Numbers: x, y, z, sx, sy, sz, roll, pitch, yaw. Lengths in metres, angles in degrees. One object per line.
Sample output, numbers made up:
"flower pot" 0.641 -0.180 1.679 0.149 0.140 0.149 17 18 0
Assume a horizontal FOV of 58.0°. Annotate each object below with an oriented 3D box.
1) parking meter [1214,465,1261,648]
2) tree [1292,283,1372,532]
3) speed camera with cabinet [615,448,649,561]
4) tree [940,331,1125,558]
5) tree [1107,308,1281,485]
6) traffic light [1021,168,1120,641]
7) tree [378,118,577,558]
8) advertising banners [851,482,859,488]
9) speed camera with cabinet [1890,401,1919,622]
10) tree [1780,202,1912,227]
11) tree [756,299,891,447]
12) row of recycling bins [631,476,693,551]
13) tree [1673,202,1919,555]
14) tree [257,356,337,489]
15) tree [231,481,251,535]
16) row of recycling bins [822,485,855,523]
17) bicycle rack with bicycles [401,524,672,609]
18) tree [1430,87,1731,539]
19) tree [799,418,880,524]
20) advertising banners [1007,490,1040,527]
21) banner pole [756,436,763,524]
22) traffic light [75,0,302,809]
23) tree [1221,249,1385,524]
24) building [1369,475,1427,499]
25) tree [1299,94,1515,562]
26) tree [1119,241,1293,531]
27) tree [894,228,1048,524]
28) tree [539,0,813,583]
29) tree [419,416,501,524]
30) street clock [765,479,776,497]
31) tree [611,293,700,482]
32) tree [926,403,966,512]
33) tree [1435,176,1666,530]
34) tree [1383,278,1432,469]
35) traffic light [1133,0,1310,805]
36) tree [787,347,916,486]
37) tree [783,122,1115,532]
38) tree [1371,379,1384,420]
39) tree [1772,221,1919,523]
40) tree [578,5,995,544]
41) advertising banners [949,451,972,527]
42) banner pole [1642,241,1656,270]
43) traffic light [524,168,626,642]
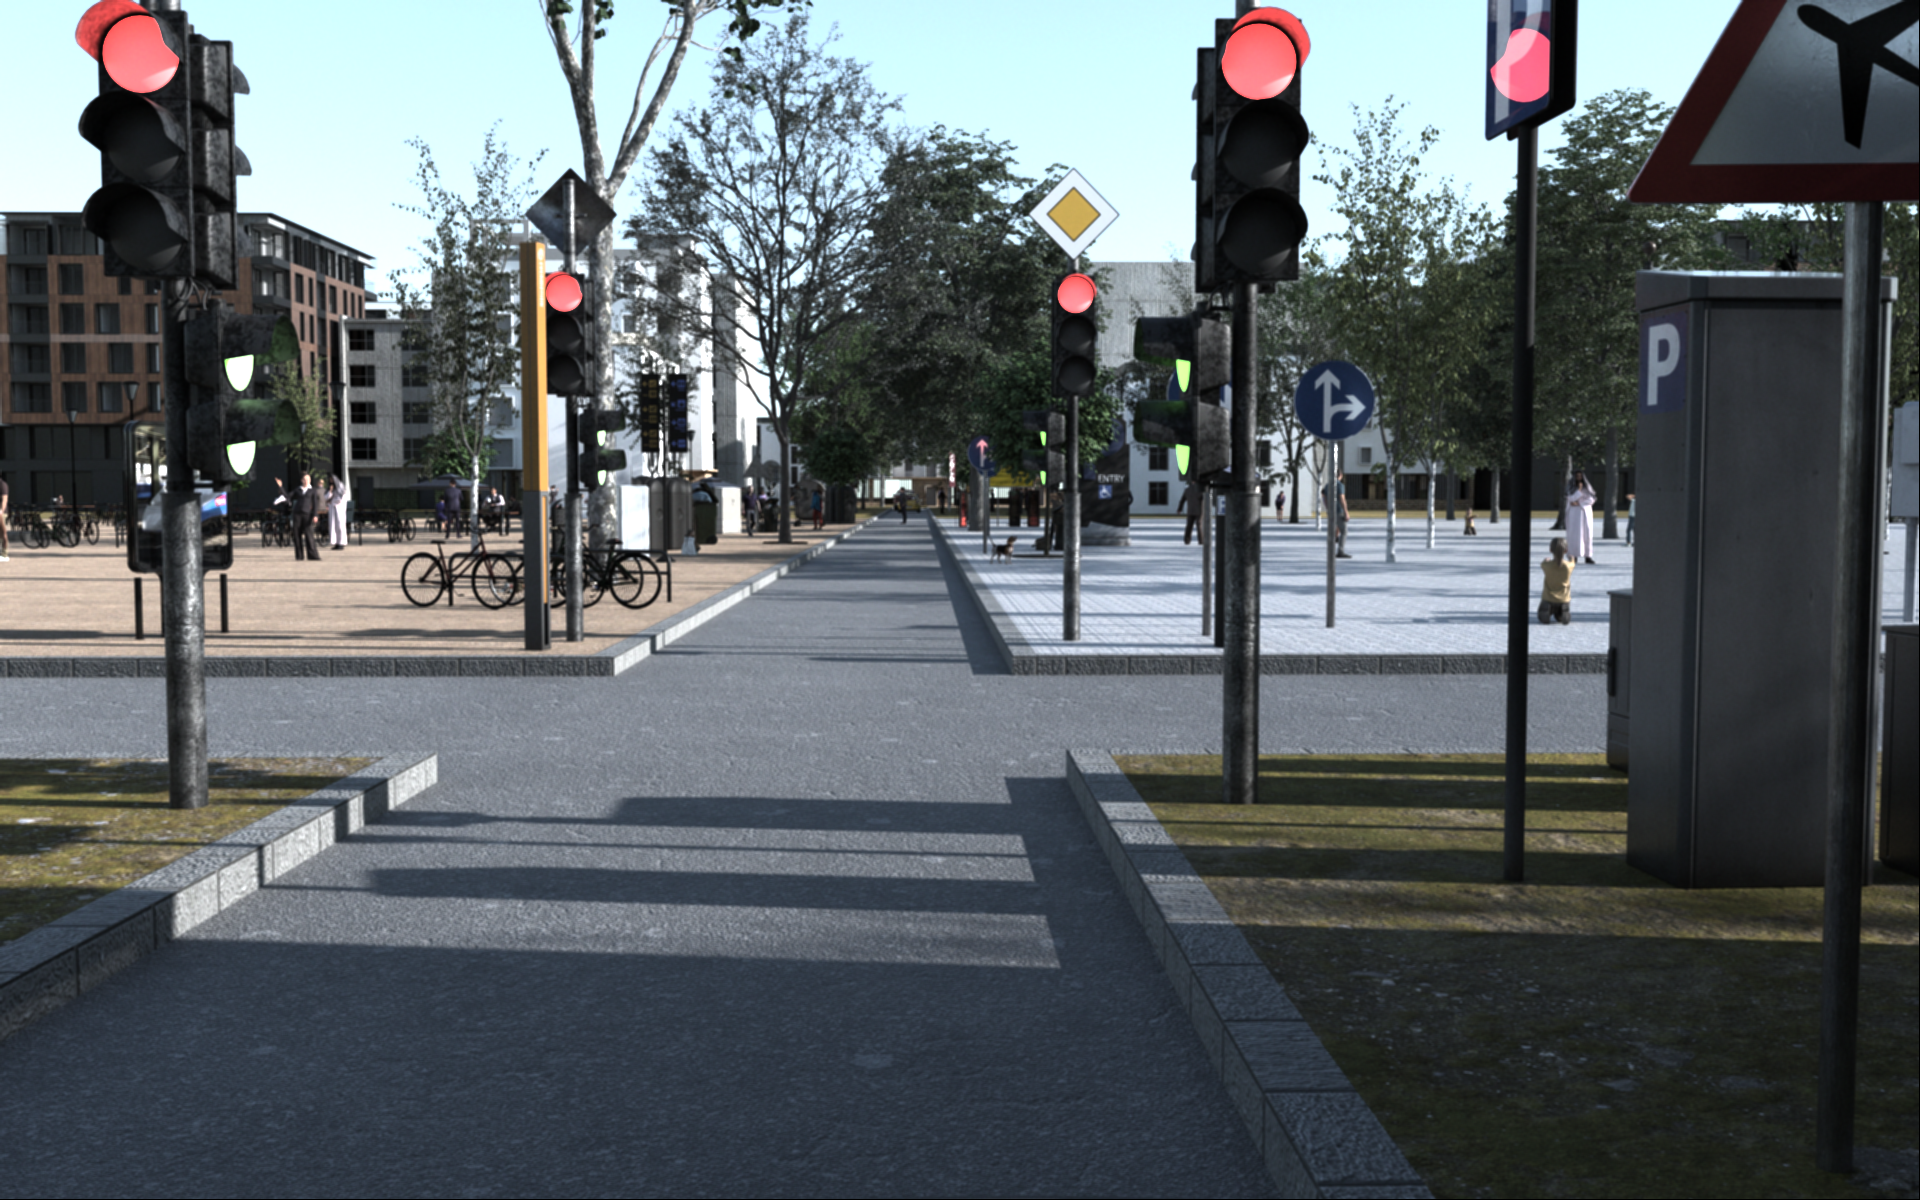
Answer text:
"parking meter" 2.329 -0.374 14.533 0.372 1.533 0.369 0 3 0
"tree" 12.256 -6.661 59.276 4.360 8.622 3.978 0 3 0
"speed camera with cabinet" -6.619 -2.424 33.971 0.660 3.252 2.038 -2 4 -24
"tree" 1.689 -3.145 35.135 4.285 4.588 4.351 0 3 0
"tree" 11.668 -9.280 86.144 8.767 10.594 7.601 0 4 -3
"traffic light" 0.962 -1.601 15.095 0.839 4.253 0.868 0 4 -1
"tree" -9.729 -5.159 34.716 4.360 8.622 3.978 0 3 0
"advertising banners" -5.712 -5.294 82.751 2.074 3.025 0.090 1 4 11
"speed camera with cabinet" 9.969 -1.359 16.562 0.660 3.252 2.038 -1 4 -19
"tree" 12.906 -4.388 22.106 4.737 8.622 4.395 0 3 0
"tree" -6.731 -10.074 90.466 9.928 11.665 9.643 0 3 0
"row of recycling bins" -7.010 -1.978 39.459 1.069 1.692 3.534 1 4 15
"tree" 19.289 -6.791 36.793 9.928 11.665 9.643 0 3 0
"tree" -33.003 -8.347 86.841 4.737 8.622 4.395 0 3 0
"tree" -23.042 -3.651 54.289 1.663 3.219 1.824 0 3 0
"row of recycling bins" -5.603 -4.400 79.056 1.069 1.692 3.534 -1 4 -18
"bicycle rack with bicycles" -4.565 -0.404 19.986 2.925 0.926 2.852 2 4 29
"tree" 18.259 -8.020 49.256 7.486 12.596 7.792 0 3 0
"tree" -5.129 -5.542 74.319 4.285 4.588 4.351 0 3 0
"advertising banners" 2.868 -4.402 68.159 2.074 3.025 0.090 1 4 13
"banner pole" -8.689 -5.193 74.927 0.401 3.779 0.863 0 4 5
"traffic light" -3.150 -1.105 6.995 0.839 4.253 0.868 0 4 -1
"tree" 14.490 -9.123 74.911 9.928 11.665 9.643 0 3 0
"building" 55.249 -20.080 194.773 31.486 18.905 16.747 0 4 -1
"tree" 8.127 -5.000 32.120 4.737 8.622 4.395 0 3 0
"tree" 6.743 -6.039 49.103 4.360 8.622 3.978 0 3 0
"tree" 0.981 -9.504 73.516 7.486 12.596 7.792 0 3 0
"tree" -3.758 -10.276 23.904 12.611 20.169 13.585 0 3 0
"tree" -21.264 -5.501 73.657 4.285 4.588 4.351 0 3 0
"street clock" -7.195 -3.744 65.786 0.358 2.002 0.471 -3 4 -37
"tree" -11.237 -6.894 63.082 4.360 8.622 3.978 0 3 0
"tree" -0.552 -10.730 125.792 4.360 8.622 3.978 0 3 0
"tree" 21.601 -8.849 61.695 9.611 12.733 9.660 0 3 0
"tree" 23.931 -9.669 76.220 7.486 12.596 7.792 0 3 0
"traffic light" 1.150 -1.113 7.112 0.839 4.253 0.868 0 4 -1
"tree" -6.432 -10.183 100.900 8.767 10.594 7.601 -2 4 -28
"tree" 0.581 -9.321 59.052 9.857 13.997 8.962 0 3 0
"tree" 23.887 -10.226 85.323 7.486 12.596 7.792 0 3 0
"tree" 46.129 -11.091 83.166 13.155 14.587 18.604 3 5 42
"tree" -4.537 -8.191 44.288 12.009 13.543 11.850 0 3 0
"advertising banners" 0.136 -4.368 67.610 0.090 3.025 2.074 3 4 37
"banner pole" 6.918 -1.680 17.478 0.401 3.779 0.863 2 4 23
"traffic light" -3.338 -1.594 14.977 0.839 4.253 0.868 0 4 -1
